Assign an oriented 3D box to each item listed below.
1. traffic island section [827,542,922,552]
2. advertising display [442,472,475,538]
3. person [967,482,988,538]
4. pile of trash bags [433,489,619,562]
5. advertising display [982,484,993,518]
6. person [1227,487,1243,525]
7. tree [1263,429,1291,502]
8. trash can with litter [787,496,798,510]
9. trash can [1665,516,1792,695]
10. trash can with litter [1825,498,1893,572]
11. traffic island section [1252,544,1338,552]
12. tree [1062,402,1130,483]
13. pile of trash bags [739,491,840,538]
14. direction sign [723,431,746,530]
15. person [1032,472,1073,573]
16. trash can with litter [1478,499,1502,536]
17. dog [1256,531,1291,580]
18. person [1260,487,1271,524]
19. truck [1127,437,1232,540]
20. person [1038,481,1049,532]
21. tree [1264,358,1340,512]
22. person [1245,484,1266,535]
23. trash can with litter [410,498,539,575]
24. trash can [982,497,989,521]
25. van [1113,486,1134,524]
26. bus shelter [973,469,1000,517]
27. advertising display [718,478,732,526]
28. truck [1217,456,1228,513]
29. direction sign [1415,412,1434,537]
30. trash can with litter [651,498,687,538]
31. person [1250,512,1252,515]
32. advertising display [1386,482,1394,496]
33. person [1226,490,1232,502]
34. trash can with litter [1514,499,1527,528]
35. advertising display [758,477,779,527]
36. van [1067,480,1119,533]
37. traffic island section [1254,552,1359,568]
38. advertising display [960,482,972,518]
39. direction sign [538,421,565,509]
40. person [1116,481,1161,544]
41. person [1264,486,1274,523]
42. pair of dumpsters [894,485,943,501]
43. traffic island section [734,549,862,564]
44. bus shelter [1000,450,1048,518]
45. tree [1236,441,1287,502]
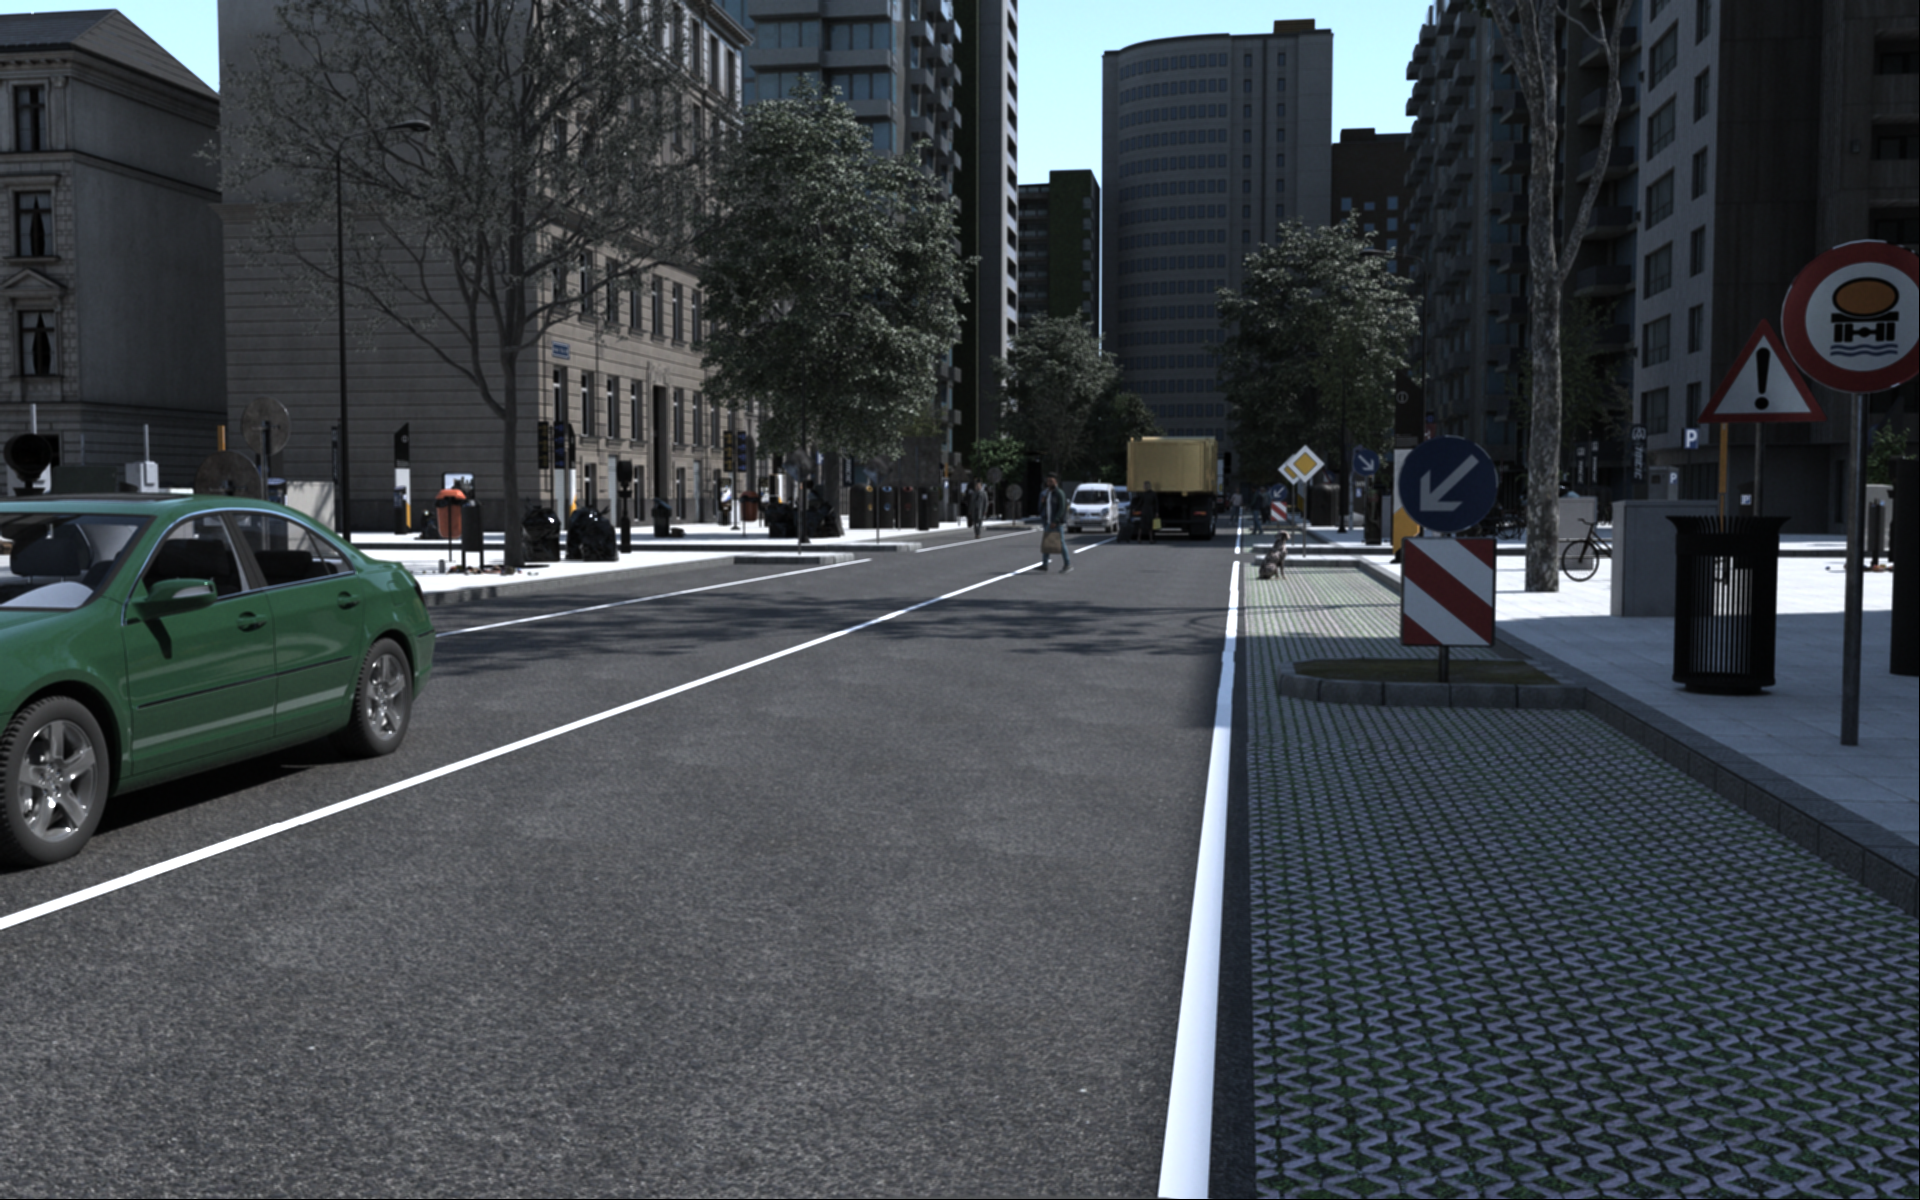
[{"bbox_3d":[-2.137,-1.366,44.612,2.009,0.180,2.903,1,4,9],"label":"traffic island section"},{"bbox_3d":[-14.747,-2.798,50.953,0.974,1.923,0.123,-3,5,-41],"label":"advertising display"},{"bbox_3d":[0.555,-2.896,55.953,0.694,1.812,0.767,1,4,22],"label":"person"},{"bbox_3d":[-8.302,-1.435,33.210,3.447,1.369,1.912,-1,4,-11],"label":"pile of trash bags"},{"bbox_3d":[1.452,-5.346,92.628,0.974,1.923,0.123,3,4,37],"label":"advertising display"},{"bbox_3d":[12.588,-4.310,79.635,0.731,1.740,0.598,-2,4,-24],"label":"person"},{"bbox_3d":[30.338,-13.096,164.480,4.360,8.622,3.978,0,3,0],"label":"tree"},{"bbox_3d":[-8.420,-4.604,86.663,0.624,1.170,1.055,-1,4,-12],"label":"trash can with litter"},{"bbox_3d":[4.961,0.026,11.226,0.748,1.137,0.748,0,3,0],"label":"trash can"},{"bbox_3d":[15.483,-1.103,29.090,1.678,1.210,2.233,2,4,24],"label":"trash can with litter"},{"bbox_3d":[8.267,-1.262,42.917,2.009,0.180,2.903,1,4,9],"label":"traffic island section"},{"bbox_3d":[11.655,-13.256,151.145,7.601,10.594,8.767,2,4,27],"label":"tree"},{"bbox_3d":[-5.193,-2.553,51.488,3.447,1.369,1.912,2,4,33],"label":"pile of trash bags"},{"bbox_3d":[-8.061,-4.286,62.078,0.876,3.537,0.379,-2,4,-33],"label":"direction sign"},{"bbox_3d":[1.704,-1.396,31.311,0.713,1.824,0.794,-1,4,-11],"label":"person"},{"bbox_3d":[16.368,-2.584,53.641,0.624,1.170,1.055,2,4,31],"label":"trash can with litter"},{"bbox_3d":[5.133,-0.745,29.010,0.800,0.831,0.513,1,4,10],"label":"dog"},{"bbox_3d":[14.484,-4.529,83.031,0.515,1.767,0.782,-3,5,-43],"label":"person"},{"bbox_3d":[7.157,-3.751,57.259,3.469,3.379,9.791,1,4,10],"label":"truck"},{"bbox_3d":[2.437,-2.374,47.497,0.721,1.800,0.419,-2,4,-35],"label":"person"},{"bbox_3d":[24.831,-12.265,126.293,9.928,11.665,9.643,0,3,0],"label":"tree"},{"bbox_3d":[10.357,-3.169,60.664,0.721,1.781,0.623,1,4,12],"label":"person"},{"bbox_3d":[-7.704,-1.027,27.851,2.233,1.210,1.678,3,5,40],"label":"trash can with litter"},{"bbox_3d":[1.023,-4.339,82.600,0.748,1.137,0.748,0,3,0],"label":"trash can"},{"bbox_3d":[7.573,-4.677,83.484,2.013,2.044,4.112,1,4,8],"label":"van"},{"bbox_3d":[2.080,-6.738,101.441,1.731,3.624,6.357,1,4,9],"label":"bus shelter"},{"bbox_3d":[-9.495,-3.959,69.943,0.123,1.923,0.974,1,4,20],"label":"advertising display"},{"bbox_3d":[19.249,-8.857,133.722,2.839,4.237,11.283,1,4,9],"label":"truck"},{"bbox_3d":[12.560,-3.403,47.629,0.876,3.537,0.379,1,4,10],"label":"direction sign"},{"bbox_3d":[-8.566,-2.428,51.086,1.055,1.170,0.624,1,4,20],"label":"trash can with litter"},{"bbox_3d":[19.348,-6.185,113.873,0.306,1.304,0.590,-3,5,-42],"label":"person"},{"bbox_3d":[23.936,-5.524,95.527,0.974,1.923,0.123,-2,4,-25],"label":"advertising display"},{"bbox_3d":[27.656,-10.404,178.591,1.348,1.826,0.705,-1,4,-18],"label":"person"},{"bbox_3d":[21.294,-3.288,65.141,1.055,1.170,0.624,-2,4,-31],"label":"trash can with litter"},{"bbox_3d":[-7.436,-3.796,67.279,0.123,1.923,0.974,3,5,42],"label":"advertising display"},{"bbox_3d":[4.969,-3.519,64.540,2.013,2.044,4.112,1,4,10],"label":"van"},{"bbox_3d":[6.982,-0.780,35.036,2.009,0.180,2.903,1,4,9],"label":"traffic island section"},{"bbox_3d":[0.505,-5.396,93.443,0.974,1.923,0.123,0,4,-1],"label":"advertising display"},{"bbox_3d":[-12.719,-3.790,53.965,0.876,3.537,0.379,1,4,12],"label":"direction sign"},{"bbox_3d":[5.247,-2.555,50.489,0.699,1.804,1.509,-2,4,-28],"label":"person"},{"bbox_3d":[15.055,-4.656,84.647,0.620,1.820,0.660,-2,4,-34],"label":"person"},{"bbox_3d":[-1.875,-4.485,75.822,1.574,2.255,4.437,1,4,9],"label":"pair of dumpsters"},{"bbox_3d":[-3.422,-0.884,36.731,2.009,0.180,2.903,1,4,9],"label":"traffic island section"},{"bbox_3d":[3.625,-6.356,95.199,1.731,3.624,6.357,1,4,9],"label":"bus shelter"},{"bbox_3d":[34.893,-16.744,190.766,9.611,12.733,9.660,0,3,0],"label":"tree"}]
